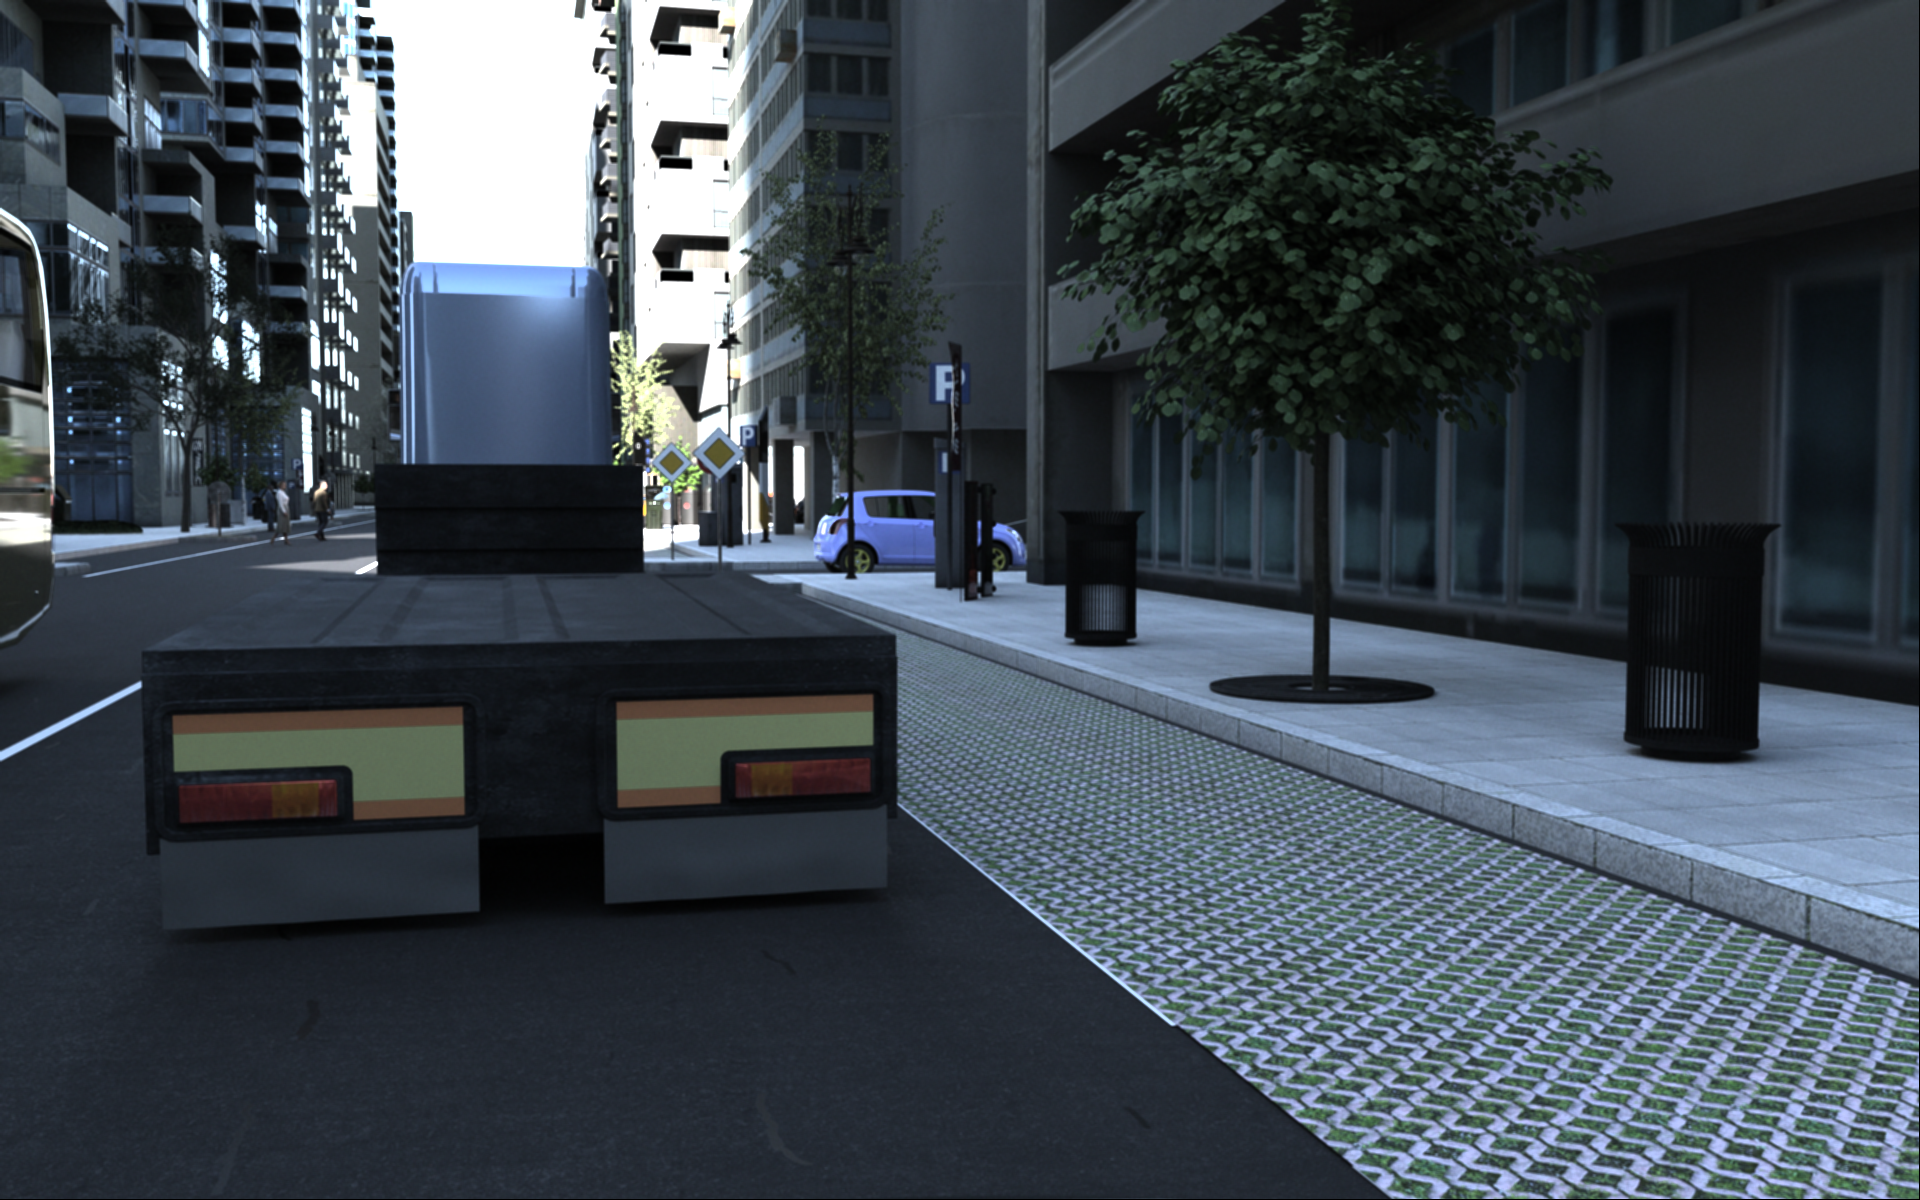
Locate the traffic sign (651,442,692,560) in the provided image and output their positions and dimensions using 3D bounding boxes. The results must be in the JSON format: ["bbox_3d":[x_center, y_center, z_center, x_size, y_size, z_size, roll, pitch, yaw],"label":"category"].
[{"bbox_3d":[-5.600,-1.837,33.674,0.795,2.450,0.064,-1,4,-14],"label":"traffic sign"}]

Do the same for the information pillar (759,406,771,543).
[{"bbox_3d":[-5.182,-3.330,45.808,0.183,3.616,0.504,1,4,15],"label":"information pillar"}]

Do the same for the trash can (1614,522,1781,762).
[{"bbox_3d":[3.587,0.194,8.474,0.748,1.137,0.748,0,3,0],"label":"trash can"}]

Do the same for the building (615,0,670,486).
[{"bbox_3d":[-16.432,-26.616,118.761,14.154,41.232,14.086,-1,4,-14],"label":"building"}]

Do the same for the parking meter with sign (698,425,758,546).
[{"bbox_3d":[-5.813,-2.875,43.260,0.543,3.016,1.738,2,4,34],"label":"parking meter with sign"}]

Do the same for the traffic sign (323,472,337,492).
[{"bbox_3d":[-36.919,-6.202,101.500,0.768,2.556,0.104,-1,4,-13],"label":"traffic sign"}]

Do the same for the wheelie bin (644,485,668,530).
[{"bbox_3d":[-10.940,-3.312,62.051,0.980,1.594,0.693,-1,4,-10],"label":"wheelie bin"}]

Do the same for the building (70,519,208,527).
[{"bbox_3d":[-45.446,-46.707,76.334,22.319,86.520,31.000,-1,4,-14],"label":"building"}]

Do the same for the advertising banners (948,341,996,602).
[{"bbox_3d":[0.144,-1.513,20.928,0.090,3.025,2.074,1,4,16],"label":"advertising banners"}]

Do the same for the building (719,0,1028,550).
[{"bbox_3d":[5.402,-22.190,54.686,23.993,40.220,32.217,-1,4,-14],"label":"building"}]

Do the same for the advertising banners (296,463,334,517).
[{"bbox_3d":[-36.852,-6.280,98.857,2.074,3.025,0.090,-1,4,-14],"label":"advertising banners"}]

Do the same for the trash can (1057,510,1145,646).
[{"bbox_3d":[1.202,-0.191,14.773,0.748,1.137,0.748,0,3,0],"label":"trash can"}]

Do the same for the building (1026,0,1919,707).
[{"bbox_3d":[13.898,-24.003,16.155,21.300,48.544,21.600,-1,4,-14],"label":"building"}]

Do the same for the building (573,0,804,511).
[{"bbox_3d":[-22.100,-35.410,168.195,28.713,52.752,27.495,-1,4,-14],"label":"building"}]

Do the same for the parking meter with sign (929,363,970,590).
[{"bbox_3d":[-0.095,-1.689,23.869,0.543,3.016,1.738,0,4,3],"label":"parking meter with sign"}]

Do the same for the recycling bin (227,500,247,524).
[{"bbox_3d":[-30.839,-3.751,73.888,0.722,1.027,0.722,-1,4,-18],"label":"recycling bin"}]

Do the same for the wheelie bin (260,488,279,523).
[{"bbox_3d":[-30.645,-4.226,77.005,0.693,1.594,0.980,0,4,-1],"label":"wheelie bin"}]

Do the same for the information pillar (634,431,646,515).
[{"bbox_3d":[-11.868,-4.456,64.207,0.183,3.616,0.504,3,5,44],"label":"information pillar"}]

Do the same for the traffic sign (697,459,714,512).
[{"bbox_3d":[-6.302,-2.689,44.075,0.768,2.556,0.104,0,4,-5],"label":"traffic sign"}]

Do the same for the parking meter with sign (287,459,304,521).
[{"bbox_3d":[-32.464,-5.385,84.312,0.543,3.016,1.738,0,4,-5],"label":"parking meter with sign"}]

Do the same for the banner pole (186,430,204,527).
[{"bbox_3d":[-30.040,-4.769,67.996,0.401,3.779,0.863,2,4,33],"label":"banner pole"}]

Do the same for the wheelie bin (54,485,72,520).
[{"bbox_3d":[-30.145,-3.057,57.891,0.693,1.594,0.980,0,4,-8],"label":"wheelie bin"}]

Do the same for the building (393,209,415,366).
[{"bbox_3d":[-83.424,-34.122,241.485,14.154,41.232,14.086,-1,4,-14],"label":"building"}]

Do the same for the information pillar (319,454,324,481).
[{"bbox_3d":[-37.556,-6.761,101.890,0.183,3.616,0.504,0,4,4],"label":"information pillar"}]

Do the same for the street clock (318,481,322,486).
[{"bbox_3d":[-36.269,-5.740,98.426,0.471,2.002,0.358,3,5,44],"label":"street clock"}]

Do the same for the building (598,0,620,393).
[{"bbox_3d":[-17.550,-29.717,140.502,22.147,44.769,28.867,-1,4,-14],"label":"building"}]

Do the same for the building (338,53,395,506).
[{"bbox_3d":[-75.164,-34.820,193.015,21.300,48.544,21.600,-1,4,-14],"label":"building"}]

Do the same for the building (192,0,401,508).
[{"bbox_3d":[-80.903,-55.341,217.488,22.319,86.520,31.000,-1,4,-14],"label":"building"}]

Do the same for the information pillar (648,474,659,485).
[{"bbox_3d":[-11.159,-3.582,63.060,0.304,2.012,0.304,-3,4,-36],"label":"information pillar"}]

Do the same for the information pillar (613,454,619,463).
[{"bbox_3d":[-20.183,-6.732,101.422,0.504,3.616,0.183,-3,5,-40],"label":"information pillar"}]

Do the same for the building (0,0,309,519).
[{"bbox_3d":[-53.914,-48.949,112.993,22.319,86.520,31.000,-1,4,-14],"label":"building"}]

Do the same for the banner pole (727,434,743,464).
[{"bbox_3d":[-9.369,-4.998,71.734,0.863,3.779,0.401,-1,4,-20],"label":"banner pole"}]

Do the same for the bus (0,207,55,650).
[{"bbox_3d":[-6.648,-0.972,7.447,2.896,3.916,12.252,-1,4,-16],"label":"bus"}]

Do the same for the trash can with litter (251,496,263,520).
[{"bbox_3d":[-35.366,-4.626,87.016,0.624,1.170,1.055,-2,4,-29],"label":"trash can with litter"}]

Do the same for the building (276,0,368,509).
[{"bbox_3d":[-62.792,-32.079,144.101,23.786,49.044,30.456,-1,4,-14],"label":"building"}]

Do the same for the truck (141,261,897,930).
[{"bbox_3d":[-3.797,-1.524,14.670,2.967,4.110,18.799,-1,4,-15],"label":"truck"}]

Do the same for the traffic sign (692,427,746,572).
[{"bbox_3d":[-3.602,-1.364,25.942,0.795,2.450,0.064,-1,4,-14],"label":"traffic sign"}]

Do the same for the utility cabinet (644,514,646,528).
[{"bbox_3d":[-11.728,-3.300,65.115,1.020,1.237,0.306,-2,4,-30],"label":"utility cabinet"}]
